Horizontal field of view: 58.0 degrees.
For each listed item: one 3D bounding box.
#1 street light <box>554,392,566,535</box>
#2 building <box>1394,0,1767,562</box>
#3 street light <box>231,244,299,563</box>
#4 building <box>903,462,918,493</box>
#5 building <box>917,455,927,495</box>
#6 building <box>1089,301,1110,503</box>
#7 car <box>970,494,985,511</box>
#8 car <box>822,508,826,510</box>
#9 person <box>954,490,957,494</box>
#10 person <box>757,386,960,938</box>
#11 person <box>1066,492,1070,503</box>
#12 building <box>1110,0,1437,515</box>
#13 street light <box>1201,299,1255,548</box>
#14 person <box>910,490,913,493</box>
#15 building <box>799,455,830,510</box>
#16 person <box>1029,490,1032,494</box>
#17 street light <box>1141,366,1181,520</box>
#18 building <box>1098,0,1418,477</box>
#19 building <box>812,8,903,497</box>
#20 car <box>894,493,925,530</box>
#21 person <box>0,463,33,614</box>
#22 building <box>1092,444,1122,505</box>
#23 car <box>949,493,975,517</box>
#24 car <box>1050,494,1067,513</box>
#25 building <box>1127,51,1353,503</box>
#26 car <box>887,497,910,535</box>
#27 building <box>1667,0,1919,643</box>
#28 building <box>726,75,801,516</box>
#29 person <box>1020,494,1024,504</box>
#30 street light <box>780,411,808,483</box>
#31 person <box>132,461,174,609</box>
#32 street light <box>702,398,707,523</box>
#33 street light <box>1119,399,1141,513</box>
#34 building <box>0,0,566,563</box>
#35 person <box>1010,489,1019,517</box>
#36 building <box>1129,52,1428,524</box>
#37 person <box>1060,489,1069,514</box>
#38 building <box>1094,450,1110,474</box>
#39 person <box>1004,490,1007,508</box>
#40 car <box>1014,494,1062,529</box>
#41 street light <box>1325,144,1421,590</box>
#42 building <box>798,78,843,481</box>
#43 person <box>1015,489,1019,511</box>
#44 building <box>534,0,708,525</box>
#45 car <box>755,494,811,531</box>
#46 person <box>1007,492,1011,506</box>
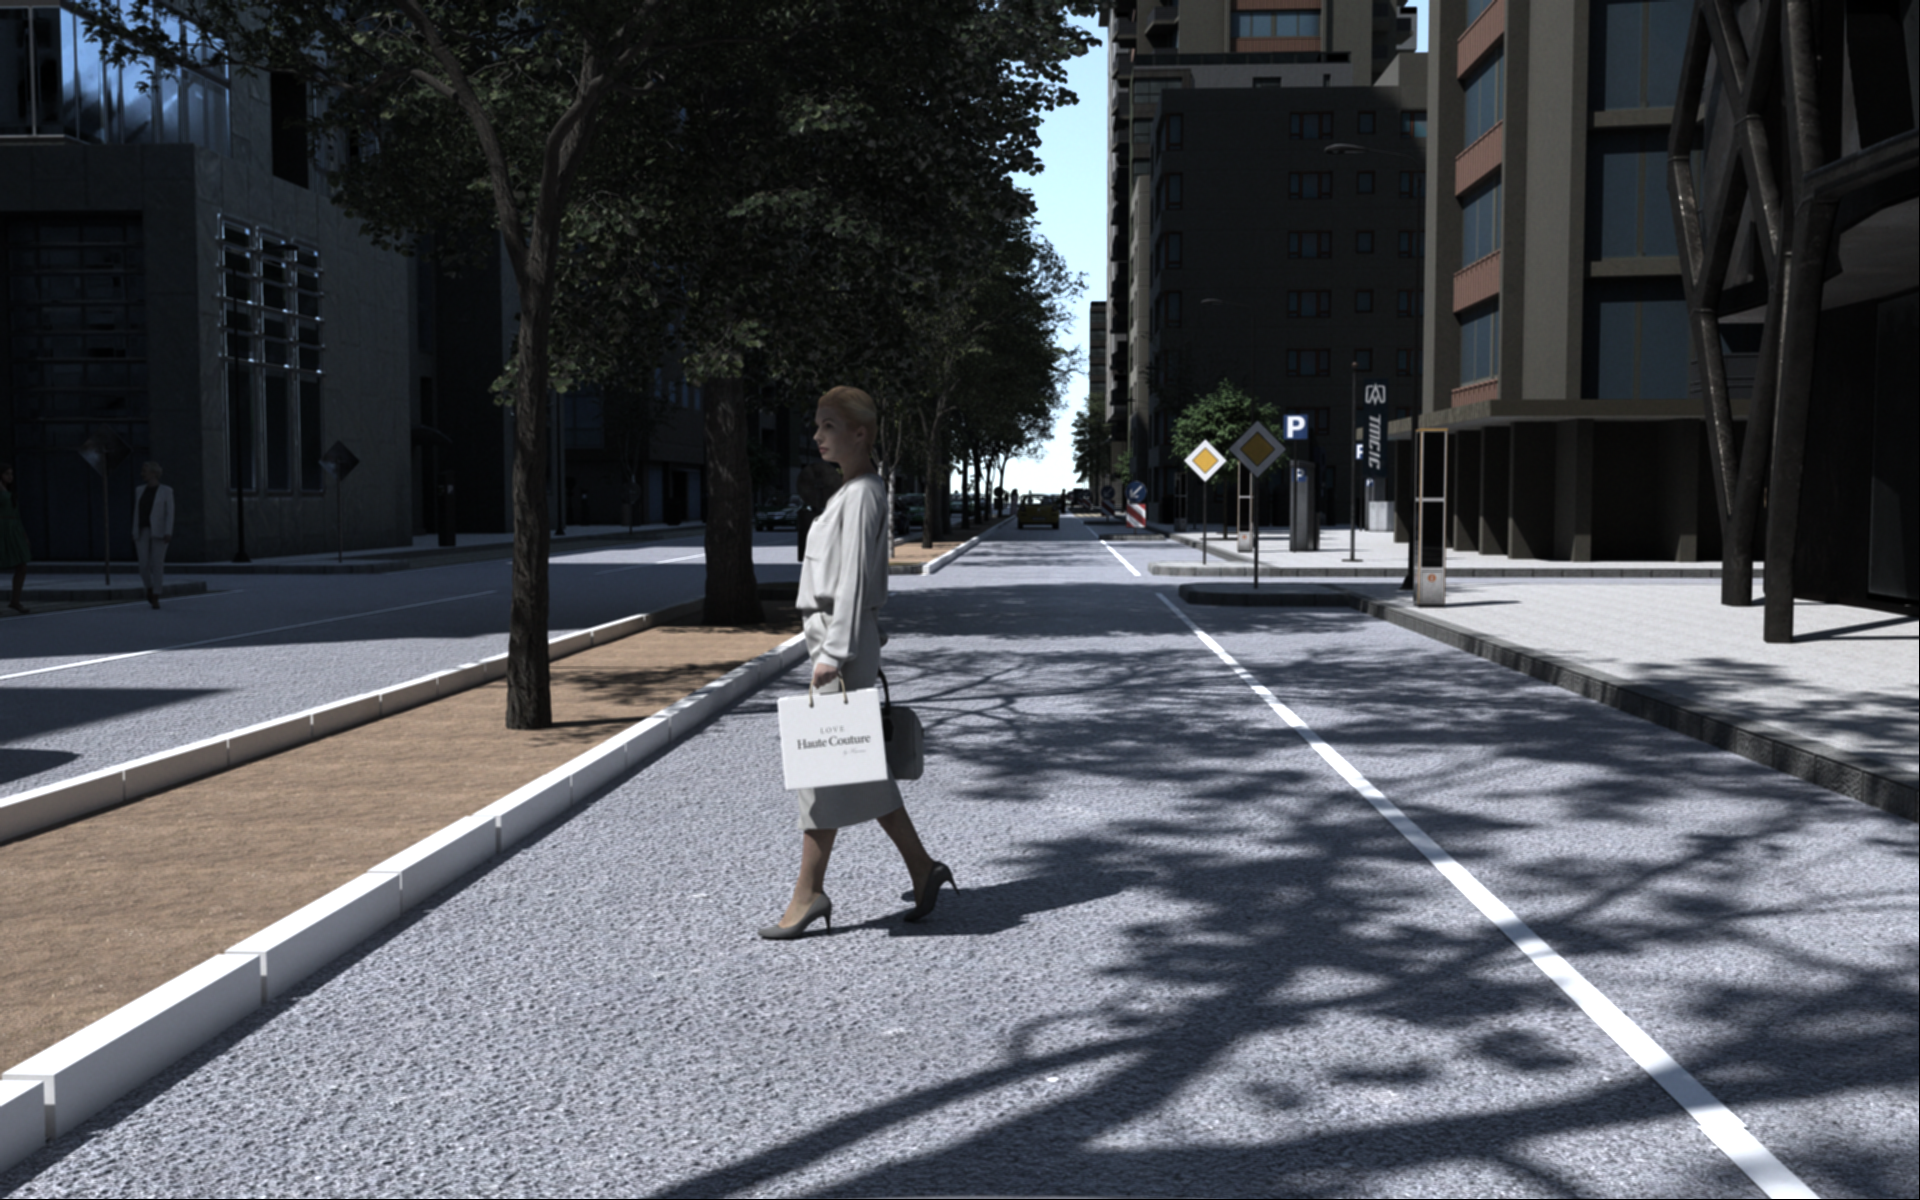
[{"bbox_3d":[-11.926,-4.967,53.746,1.470,5.913,1.316,0,4,3],"label":"street light"},{"bbox_3d":[24.657,-23.588,40.289,28.867,44.769,22.147,0,4,3],"label":"building"},{"bbox_3d":[-12.944,-3.655,32.295,1.470,5.913,1.316,0,4,3],"label":"street light"},{"bbox_3d":[-9.329,-34.949,255.008,14.154,41.232,14.086,0,4,3],"label":"building"},{"bbox_3d":[-11.038,-34.376,212.150,14.600,45.320,14.200,0,4,3],"label":"building"},{"bbox_3d":[26.257,-29.758,258.241,14.160,30.474,14.107,0,4,3],"label":"building"},{"bbox_3d":[1.290,-7.183,129.239,2.131,1.459,4.920,0,4,1],"label":"car"},{"bbox_3d":[-5.640,-4.396,81.469,1.945,1.707,3.694,0,4,2],"label":"car"},{"bbox_3d":[-0.332,-9.278,160.328,0.705,1.807,1.348,3,5,42],"label":"person"},{"bbox_3d":[-0.326,0.197,5.633,0.624,1.780,0.694,0,4,7],"label":"person"},{"bbox_3d":[15.297,-14.355,243.735,0.617,1.759,0.750,3,5,39],"label":"person"},{"bbox_3d":[23.347,-29.603,138.627,22.147,44.769,28.867,0,4,3],"label":"building"},{"bbox_3d":[6.453,-4.214,41.434,1.470,5.913,1.316,0,4,3],"label":"street light"},{"bbox_3d":[-3.764,-7.890,138.291,0.721,1.735,1.217,-3,4,-37],"label":"person"},{"bbox_3d":[-19.716,-41.535,117.354,20.563,71.187,20.611,0,4,3],"label":"building"},{"bbox_3d":[6.702,-9.626,165.964,0.705,1.814,1.350,-3,5,-44],"label":"person"},{"bbox_3d":[7.419,-5.526,62.887,1.470,5.913,1.316,0,4,3],"label":"street light"},{"bbox_3d":[27.948,-35.315,166.640,28.713,52.752,27.495,0,4,3],"label":"building"},{"bbox_3d":[-16.922,-32.990,163.084,21.300,48.544,21.600,0,4,3],"label":"building"},{"bbox_3d":[-2.040,-3.640,68.315,1.959,1.807,4.718,0,4,2],"label":"car"},{"bbox_3d":[-11.365,-0.724,20.588,0.529,1.795,0.600,0,4,2],"label":"person"},{"bbox_3d":[26.533,-47.119,208.647,20.563,71.187,20.611,0,4,3],"label":"building"},{"bbox_3d":[-0.018,-6.215,110.403,1.959,1.807,4.718,0,4,3],"label":"car"},{"bbox_3d":[7.112,-7.411,132.974,2.131,1.459,4.920,0,4,4],"label":"car"},{"bbox_3d":[18.380,-21.138,117.309,14.160,30.474,14.107,0,4,3],"label":"building"},{"bbox_3d":[-2.726,-3.004,61.701,1.945,1.354,3.894,0,4,2],"label":"car"},{"bbox_3d":[15.010,-8.904,13.036,16.820,18.784,16.811,0,4,3],"label":"building"},{"bbox_3d":[-17.194,-20.081,100.025,14.160,30.474,14.107,0,4,3],"label":"building"},{"bbox_3d":[8.801,-14.272,245.029,0.628,1.438,0.799,3,5,39],"label":"person"},{"bbox_3d":[-9.518,-7.628,97.266,1.470,5.913,1.316,0,4,3],"label":"street light"},{"bbox_3d":[-10.181,-0.825,21.867,0.514,1.842,0.818,-1,4,-19],"label":"person"},{"bbox_3d":[-10.628,-6.317,75.820,1.470,5.913,1.316,0,4,3],"label":"street light"},{"bbox_3d":[8.700,-6.864,84.764,1.470,5.913,1.316,0,4,3],"label":"street light"},{"bbox_3d":[-24.357,-44.827,45.598,22.319,86.520,31.000,0,4,3],"label":"building"},{"bbox_3d":[3.413,-6.117,109.185,0.621,1.740,0.551,3,4,37],"label":"person"},{"bbox_3d":[23.156,-14.850,87.845,27.650,21.520,28.899,0,4,3],"label":"building"},{"bbox_3d":[7.594,-7.196,126.165,0.705,1.823,1.348,-1,4,-22],"label":"person"},{"bbox_3d":[29.719,-56.338,233.803,22.319,86.520,31.000,0,4,3],"label":"building"},{"bbox_3d":[4.528,-10.140,174.309,0.705,1.822,1.348,0,4,-2],"label":"person"},{"bbox_3d":[3.251,-3.797,72.303,2.015,1.641,3.980,0,4,1],"label":"car"},{"bbox_3d":[5.545,-3.095,23.151,1.470,5.913,1.316,0,4,3],"label":"street light"},{"bbox_3d":[-24.584,-27.460,140.850,32.217,40.220,23.993,0,4,3],"label":"building"},{"bbox_3d":[4.051,-7.234,126.715,0.705,1.831,1.348,-1,4,-20],"label":"person"},{"bbox_3d":[-19.241,-26.120,77.169,14.600,45.320,14.200,0,4,3],"label":"building"},{"bbox_3d":[-6.887,-3.439,68.020,2.131,1.459,4.920,0,4,2],"label":"car"},{"bbox_3d":[5.659,-12.112,207.360,0.721,1.723,1.217,3,5,42],"label":"person"}]
